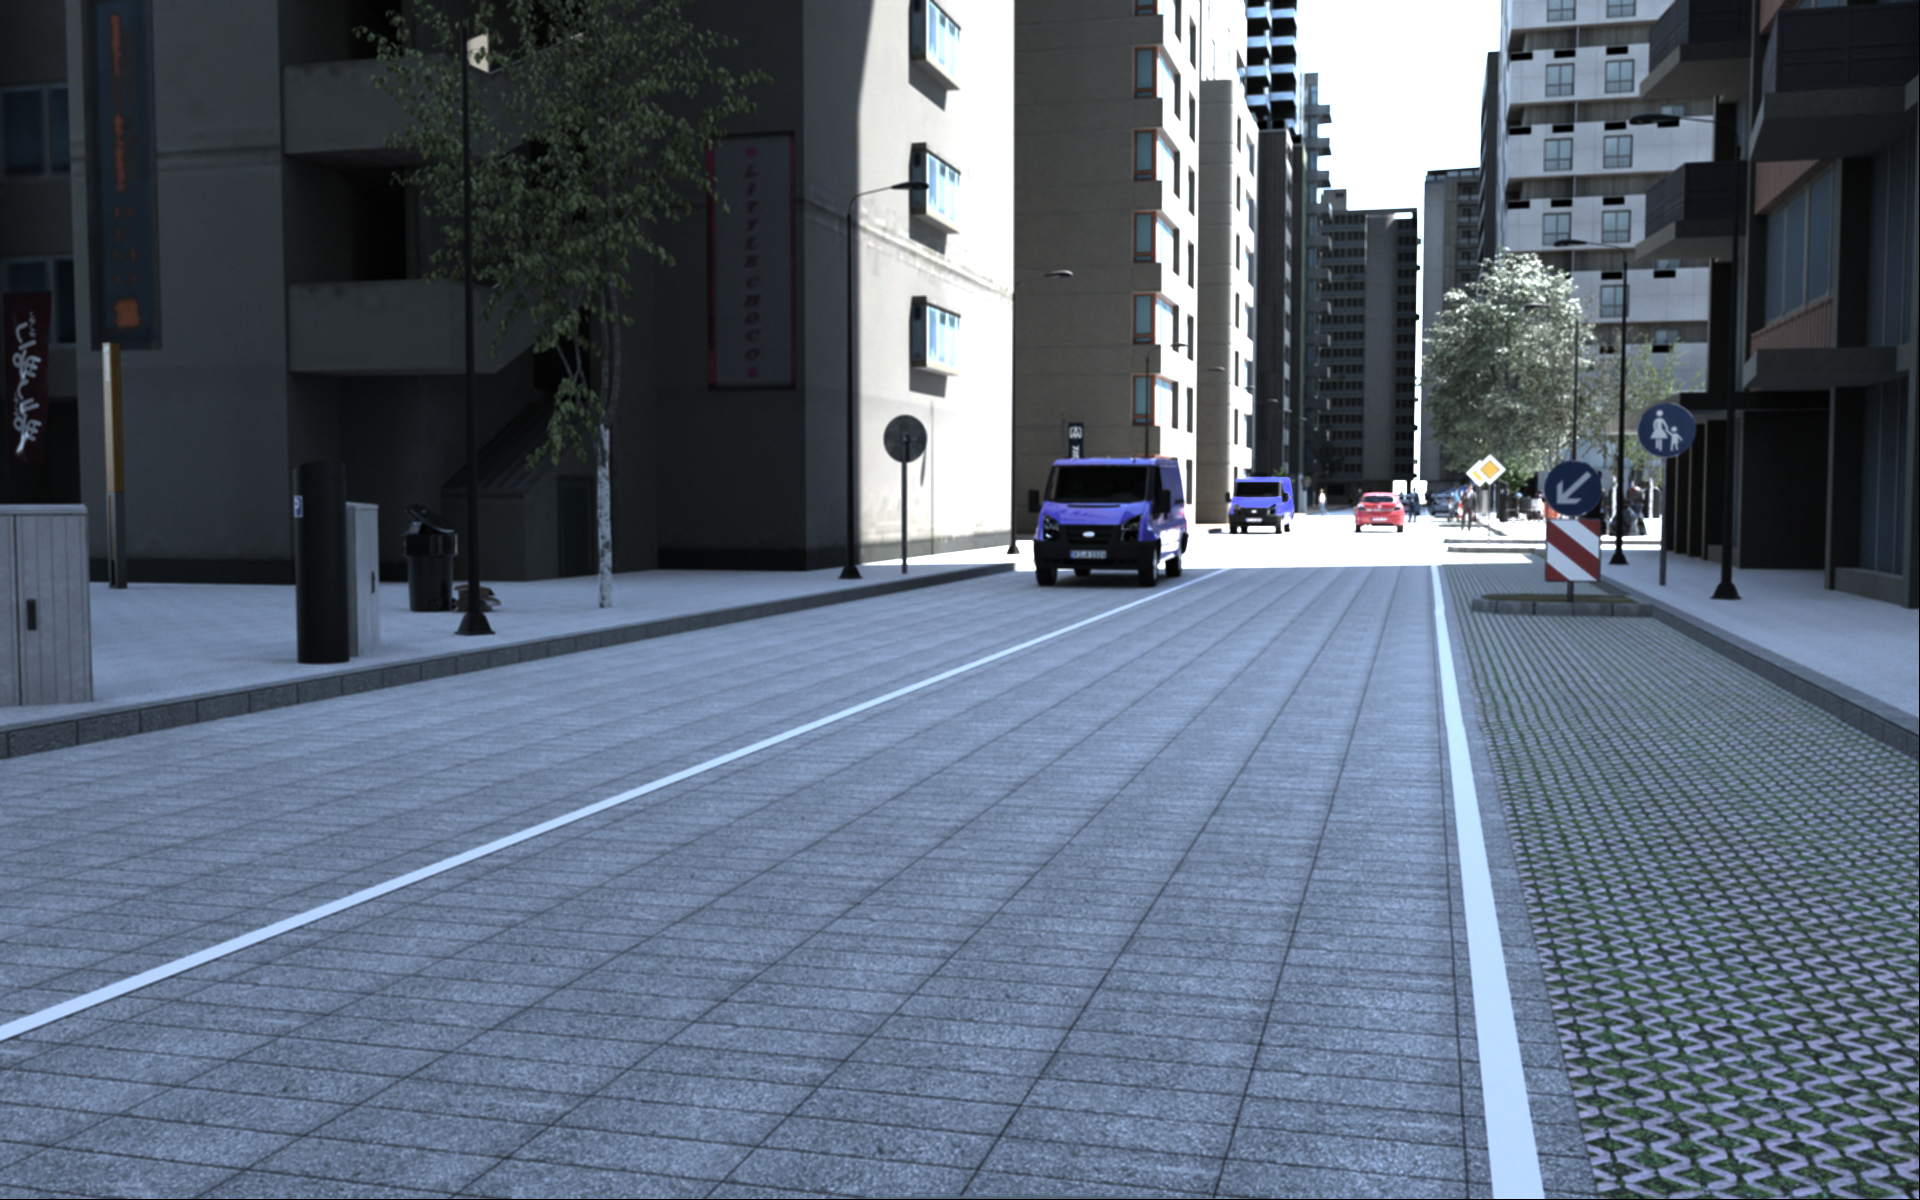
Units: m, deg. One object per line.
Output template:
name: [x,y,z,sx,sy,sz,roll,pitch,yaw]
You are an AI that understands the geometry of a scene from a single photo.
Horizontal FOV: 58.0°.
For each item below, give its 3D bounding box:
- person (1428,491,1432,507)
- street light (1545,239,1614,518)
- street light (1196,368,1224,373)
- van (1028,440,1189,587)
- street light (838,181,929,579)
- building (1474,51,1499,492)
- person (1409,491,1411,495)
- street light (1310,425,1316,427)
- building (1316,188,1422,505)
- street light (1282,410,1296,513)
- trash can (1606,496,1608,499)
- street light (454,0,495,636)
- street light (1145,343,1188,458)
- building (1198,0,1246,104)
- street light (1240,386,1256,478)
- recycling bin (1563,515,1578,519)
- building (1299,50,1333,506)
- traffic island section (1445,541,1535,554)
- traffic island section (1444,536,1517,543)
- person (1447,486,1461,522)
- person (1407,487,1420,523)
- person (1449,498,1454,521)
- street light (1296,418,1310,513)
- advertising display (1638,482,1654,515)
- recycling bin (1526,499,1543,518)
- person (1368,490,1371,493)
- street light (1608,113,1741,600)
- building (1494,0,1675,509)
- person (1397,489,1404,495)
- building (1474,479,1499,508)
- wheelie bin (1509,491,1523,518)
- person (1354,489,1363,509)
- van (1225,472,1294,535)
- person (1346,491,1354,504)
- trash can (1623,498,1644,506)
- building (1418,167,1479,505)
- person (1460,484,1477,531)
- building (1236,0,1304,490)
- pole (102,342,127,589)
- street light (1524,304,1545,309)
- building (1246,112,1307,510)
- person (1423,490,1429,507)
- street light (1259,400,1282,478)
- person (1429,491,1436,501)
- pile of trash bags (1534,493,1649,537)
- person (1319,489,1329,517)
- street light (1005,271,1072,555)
person: [53.550,-11.528,196.913,1.348,1.831,0.705,-3,5,-40]
street light: [11.511,-3.613,31.613,1.470,5.913,1.316,1,4,15]
street light: [9.019,-5.590,63.943,1.470,5.913,1.316,1,4,15]
van: [2.554,-1.486,28.678,2.240,2.365,5.245,1,4,14]
street light: [-1.143,-3.268,25.975,1.470,5.913,1.316,1,4,15]
building: [65.146,-34.021,179.940,21.300,48.544,21.600,1,4,15]
person: [50.609,-11.377,195.228,0.721,1.735,1.217,2,4,34]
street light: [23.299,-8.839,117.066,1.470,5.913,1.316,1,4,15]
building: [46.867,-32.498,223.224,23.993,40.220,32.217,1,4,15]
street light: [17.676,-7.566,96.243,1.470,5.913,1.316,1,4,15]
trash can: [40.258,-5.839,107.115,0.748,1.137,0.748,0,3,0]
street light: [-3.928,-2.631,15.555,1.470,5.913,1.316,1,4,15]
street light: [6.308,-4.951,53.491,1.470,5.913,1.316,1,4,15]
building: [3.629,-31.880,110.473,28.713,52.752,27.495,1,4,15]
street light: [12.031,-6.268,75.029,1.470,5.913,1.316,1,4,15]
recycling bin: [23.650,-3.304,66.566,0.722,1.027,0.722,0,4,-1]
building: [25.003,-34.913,190.428,30.456,49.044,23.786,1,4,15]
traffic island section: [13.126,-1.264,42.945,2.009,0.180,2.903,1,4,15]
traffic island section: [15.194,-1.736,50.658,2.009,0.180,2.903,1,4,15]
person: [25.136,-4.865,87.912,0.748,1.841,0.638,2,4,27]
person: [22.809,-4.799,87.141,0.419,1.800,0.721,-3,4,-37]
person: [26.506,-4.864,93.037,0.382,1.210,0.505,-2,4,-25]
street light: [20.550,-8.200,106.605,1.470,5.913,1.316,1,4,15]
advertising display: [36.548,-5.328,92.334,0.123,1.923,0.974,-2,4,-27]
recycling bin: [30.876,-4.925,93.081,0.722,1.027,0.722,3,4,37]
person: [38.167,-9.344,161.291,0.705,1.823,1.348,-3,5,-41]
street light: [8.854,-2.974,21.167,1.470,5.913,1.316,1,4,15]
building: [56.334,-33.382,135.041,28.713,52.752,27.495,1,4,15]
person: [32.920,-7.386,129.218,1.348,1.831,0.705,1,4,19]
building: [58.824,-44.090,159.131,20.563,71.187,20.611,1,4,15]
wheelie bin: [29.976,-5.257,93.864,0.980,1.594,0.693,2,4,27]
person: [26.925,-6.514,115.216,0.699,1.804,1.509,-3,5,-44]
van: [11.018,-3.601,63.259,2.240,2.365,5.245,1,4,16]
person: [46.113,-11.979,204.447,1.348,1.812,0.705,-2,4,-33]
trash can: [22.653,-2.860,58.410,0.748,1.137,0.748,0,3,0]
building: [63.018,-32.191,209.922,14.086,41.232,14.154,1,4,15]
person: [19.495,-3.543,66.385,0.622,1.834,0.822,1,4,10]
building: [20.606,-51.634,156.889,22.319,86.520,31.000,1,4,15]
pole: [-11.434,-1.809,23.426,0.158,3.312,0.155,0,3,0]
street light: [14.436,-4.264,42.258,1.470,5.913,1.316,1,4,15]
building: [19.280,-22.217,134.956,14.160,30.474,14.107,1,4,15]
person: [50.747,-11.012,188.417,0.709,1.838,0.599,-1,4,-19]
street light: [14.944,-6.917,85.637,1.470,5.913,1.316,1,4,15]
person: [45.430,-9.587,166.188,0.756,1.711,0.436,1,4,15]
pile of trash bags: [19.546,-2.680,53.576,1.912,1.369,3.447,-3,5,-40]
person: [22.502,-5.981,106.968,0.598,1.740,0.731,2,4,27]
street light: [1.656,-3.903,36.358,1.470,5.913,1.316,1,4,15]
